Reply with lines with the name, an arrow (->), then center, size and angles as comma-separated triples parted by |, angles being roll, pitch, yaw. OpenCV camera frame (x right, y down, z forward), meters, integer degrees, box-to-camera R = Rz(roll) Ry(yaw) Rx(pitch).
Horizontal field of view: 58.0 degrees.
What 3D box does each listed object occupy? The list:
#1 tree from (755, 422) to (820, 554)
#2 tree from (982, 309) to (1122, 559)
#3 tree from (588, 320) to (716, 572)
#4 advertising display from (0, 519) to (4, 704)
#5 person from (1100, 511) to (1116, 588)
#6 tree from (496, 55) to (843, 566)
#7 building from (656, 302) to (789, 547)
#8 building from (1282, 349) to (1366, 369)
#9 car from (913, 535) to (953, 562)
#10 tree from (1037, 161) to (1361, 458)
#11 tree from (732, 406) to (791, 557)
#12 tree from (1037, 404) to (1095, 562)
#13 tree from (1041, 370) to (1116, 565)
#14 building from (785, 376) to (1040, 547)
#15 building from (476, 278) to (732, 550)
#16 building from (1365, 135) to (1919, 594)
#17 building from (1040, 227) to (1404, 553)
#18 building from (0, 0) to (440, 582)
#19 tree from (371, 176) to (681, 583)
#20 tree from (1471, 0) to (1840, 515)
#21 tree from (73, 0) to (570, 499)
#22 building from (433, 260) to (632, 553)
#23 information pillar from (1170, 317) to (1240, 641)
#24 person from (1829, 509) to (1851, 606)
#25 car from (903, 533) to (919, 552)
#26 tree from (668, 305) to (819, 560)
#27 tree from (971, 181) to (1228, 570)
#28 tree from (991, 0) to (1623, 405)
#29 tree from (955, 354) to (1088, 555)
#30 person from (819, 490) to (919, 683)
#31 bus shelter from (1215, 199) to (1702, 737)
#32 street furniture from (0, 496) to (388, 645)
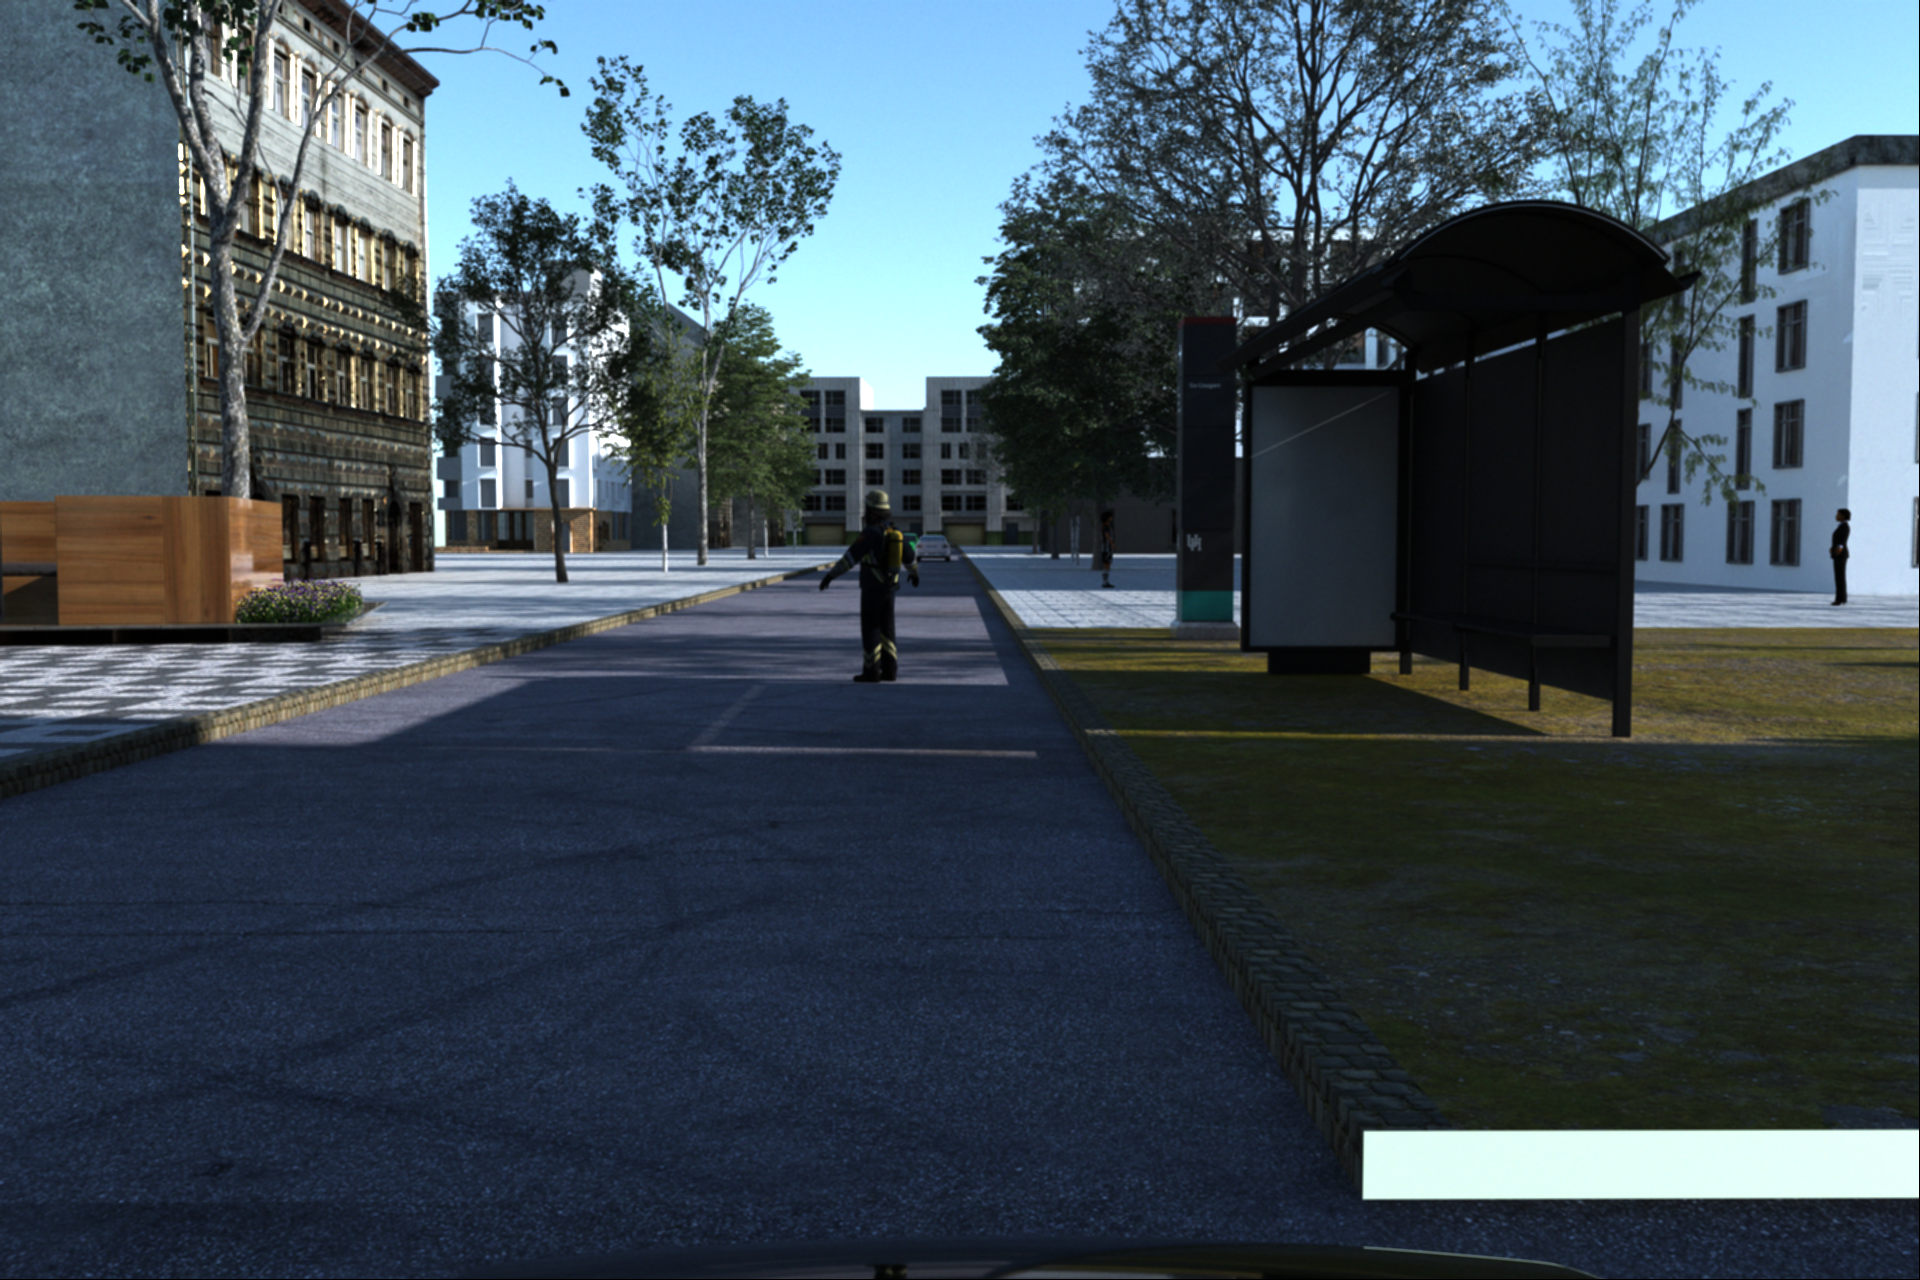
tree -> -10.665, -9.737, 109.559 | 4.737, 8.622, 4.395 | 0, 3, 0
tree -> 4.957, -10.345, 87.264 | 7.486, 12.596, 7.792 | 0, 3, 0
tree -> -10.274, -6.627, 58.709 | 4.737, 8.622, 4.395 | 0, 3, 0
advertising display -> -7.285, -0.452, 12.598 | 0.123, 1.923, 0.974 | 0, 4, -1
person -> 3.550, -2.162, 41.497 | 0.704, 1.843, 1.345 | 0, 4, -1
tree -> -11.831, -13.119, 70.379 | 12.611, 20.169, 13.585 | 0, 3, 0
building -> -27.671, -20.965, 173.705 | 19.493, 23.208, 18.063 | 0, 4, 0
building -> 19.702, -8.367, 78.941 | 9.099, 9.664, 28.070 | 0, 4, 0
car -> -1.430, -4.833, 91.383 | 2.083, 1.381, 4.827 | 0, 3, 0
tree -> 5.907, -6.676, 43.563 | 8.767, 10.594, 7.601 | -2, 4, -27
tree -> -10.620, -8.877, 95.509 | 4.360, 8.622, 3.978 | 0, 3, 0
tree -> 5.262, -7.876, 79.139 | 4.360, 8.622, 3.978 | 0, 3, 0
tree -> 4.874, -7.395, 71.276 | 4.737, 8.622, 4.395 | 0, 3, 0
building -> -3.524, -20.326, 201.242 | 31.486, 18.905, 16.747 | 0, 4, 2
building -> -30.609, -19.609, 151.529 | 19.493, 23.208, 18.063 | 0, 4, 0
building -> 19.532, -6.636, 50.641 | 9.099, 9.664, 28.070 | 0, 4, 0
building -> 19.877, -17.600, 131.738 | 27.936, 21.610, 32.646 | 0, 4, 0
building -> -27.180, -13.347, 49.145 | 19.493, 23.208, 18.063 | 0, 4, 0
tree -> -10.832, -6.801, 45.616 | 7.601, 10.594, 8.767 | 1, 4, 19
tree -> 8.364, -4.371, 21.826 | 4.360, 8.622, 3.978 | 0, 3, 0
tree -> -10.021, -10.224, 23.045 | 12.611, 20.169, 13.585 | 0, 3, 0
building -> -30.389, -16.184, 121.029 | 16.016, 20.090, 11.380 | 0, 4, 0
information pillar -> 2.977, -1.934, 21.002 | 0.750, 3.857, 0.750 | 0, 4, 1
person -> 15.774, -1.496, 31.185 | 0.721, 1.740, 1.216 | 1, 4, 22
car -> -3.318, -5.997, 106.849 | 1.959, 1.807, 4.718 | 0, 4, -1
tree -> -10.879, -10.298, 86.500 | 7.486, 12.596, 7.792 | 0, 3, 0
tree -> 4.892, -9.429, 60.825 | 9.857, 13.997, 8.962 | 0, 3, 0
tree -> 5.700, -7.256, 29.012 | 12.009, 13.543, 11.850 | 0, 3, 0
tree -> 4.782, -12.055, 107.474 | 12.009, 13.543, 11.850 | 0, 3, 0
person -> -0.814, -0.525, 16.812 | 0.705, 1.856, 1.354 | 3, 5, 40
bus shelter -> 3.416, -1.184, 13.277 | 2.014, 3.302, 5.546 | 0, 4, -1
street furniture -> -10.465, -1.017, 23.477 | 9.812, 1.723, 11.010 | -1, 4, -14
